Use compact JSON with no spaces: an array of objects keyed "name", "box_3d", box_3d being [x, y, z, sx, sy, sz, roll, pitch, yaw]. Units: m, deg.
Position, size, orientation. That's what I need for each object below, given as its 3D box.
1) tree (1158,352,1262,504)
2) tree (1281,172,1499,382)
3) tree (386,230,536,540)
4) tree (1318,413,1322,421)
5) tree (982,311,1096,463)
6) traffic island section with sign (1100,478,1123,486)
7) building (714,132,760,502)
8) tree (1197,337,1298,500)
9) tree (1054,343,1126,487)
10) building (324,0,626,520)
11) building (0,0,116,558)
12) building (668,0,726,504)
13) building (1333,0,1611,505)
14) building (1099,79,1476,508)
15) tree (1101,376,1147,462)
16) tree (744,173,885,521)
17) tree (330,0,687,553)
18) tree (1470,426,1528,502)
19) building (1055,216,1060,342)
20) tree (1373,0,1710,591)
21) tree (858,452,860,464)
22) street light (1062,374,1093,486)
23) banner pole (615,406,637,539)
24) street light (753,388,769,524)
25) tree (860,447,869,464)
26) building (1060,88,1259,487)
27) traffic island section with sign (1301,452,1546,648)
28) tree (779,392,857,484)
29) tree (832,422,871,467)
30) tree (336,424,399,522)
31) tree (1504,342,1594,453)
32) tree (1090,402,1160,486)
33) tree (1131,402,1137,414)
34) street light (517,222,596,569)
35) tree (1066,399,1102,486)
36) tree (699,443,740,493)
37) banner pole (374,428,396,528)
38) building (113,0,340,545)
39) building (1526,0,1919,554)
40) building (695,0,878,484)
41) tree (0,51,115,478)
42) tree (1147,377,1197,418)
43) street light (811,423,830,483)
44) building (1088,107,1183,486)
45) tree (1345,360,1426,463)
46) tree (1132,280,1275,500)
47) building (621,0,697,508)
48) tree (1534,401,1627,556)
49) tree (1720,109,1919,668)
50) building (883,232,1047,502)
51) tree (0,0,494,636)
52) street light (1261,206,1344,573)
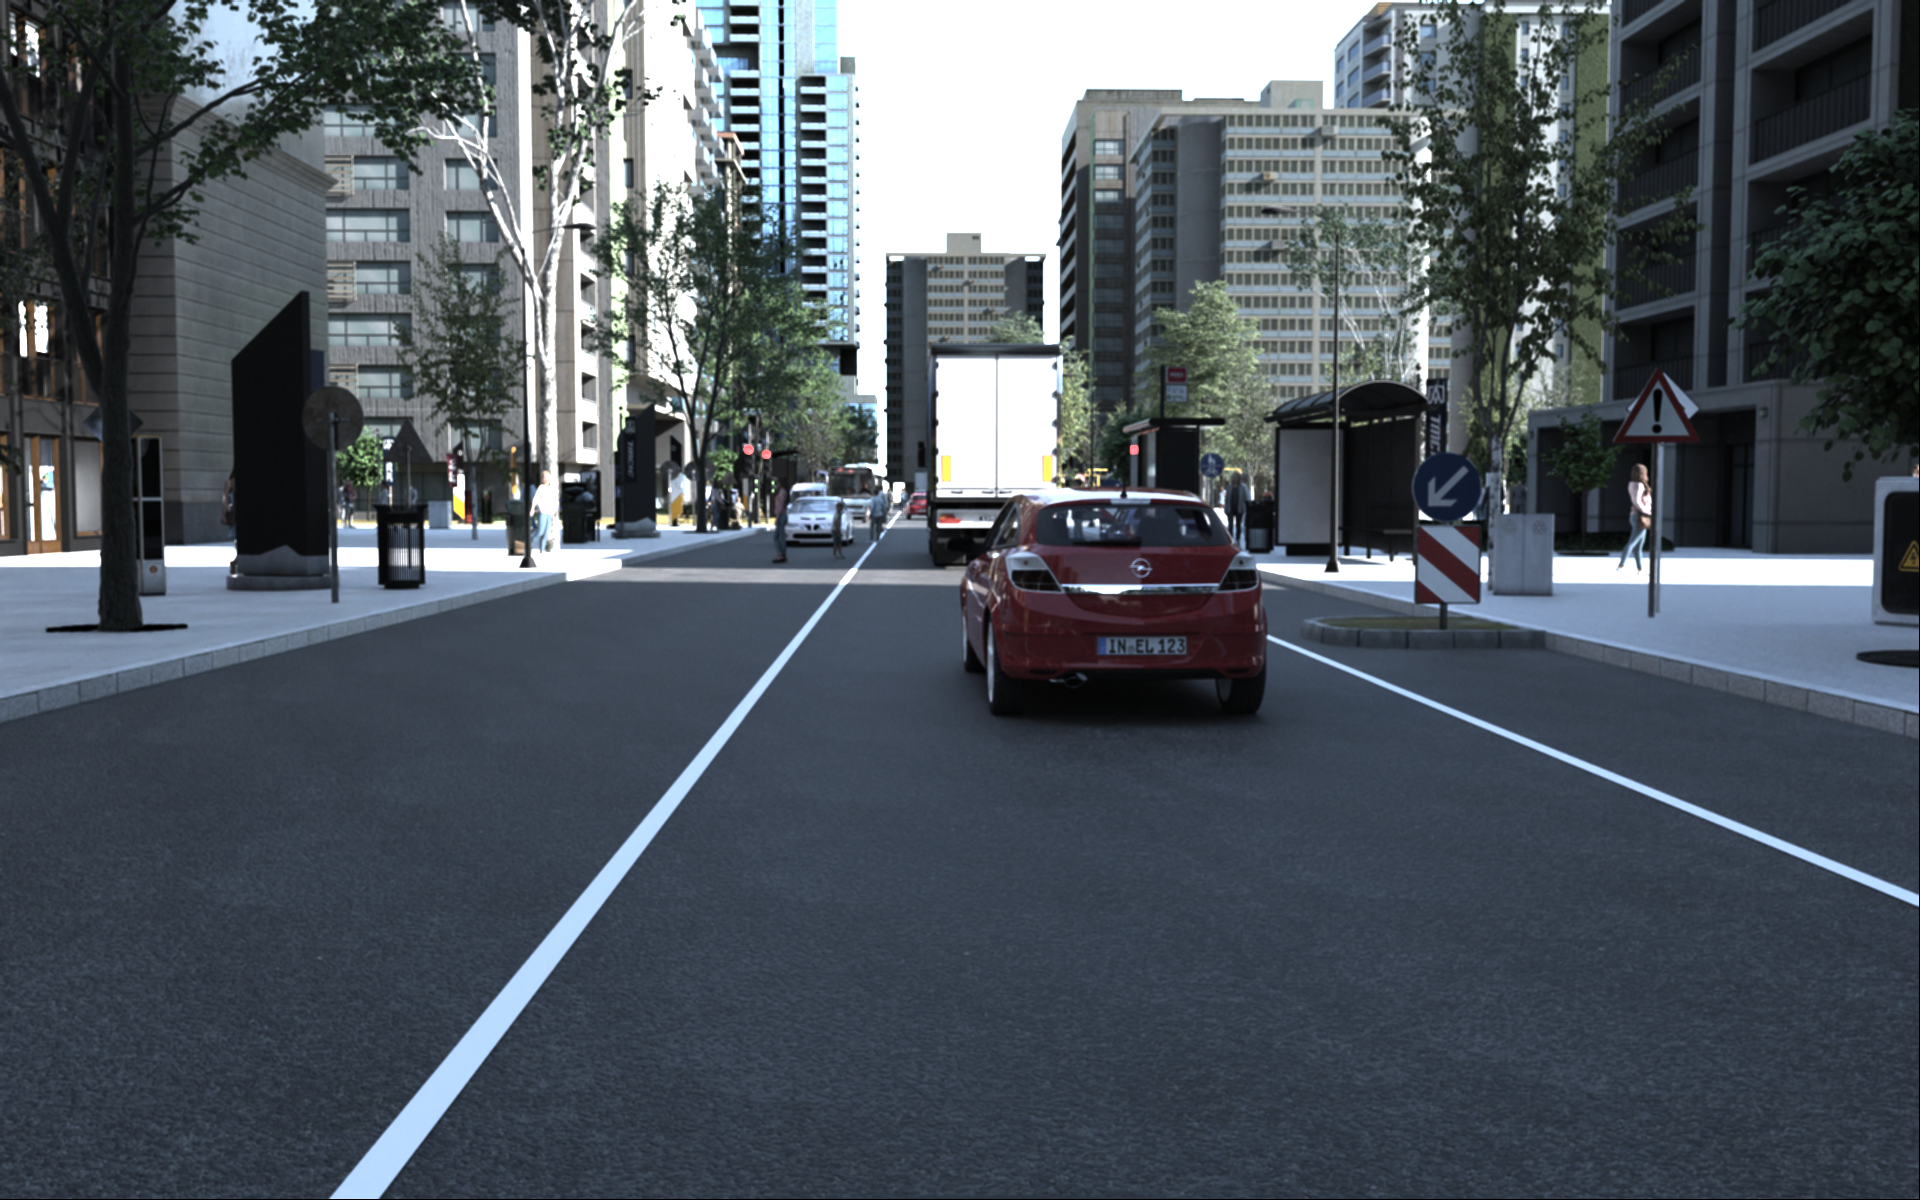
[{"name":"tree","box_3d":[20.569,-14.528,144.194,9.857,13.997,8.962,0,3,0]},{"name":"tree","box_3d":[26.080,-14.997,101.096,12.611,20.169,13.585,0,3,0]},{"name":"tree","box_3d":[-13.671,-5.987,48.244,4.737,8.622,4.395,0,3,0]},{"name":"tree","box_3d":[21.189,-10.130,115.987,4.360,8.622,3.978,0,3,0]},{"name":"tree","box_3d":[4.766,-13.017,119.490,9.857,13.997,8.962,0,3,0]},{"name":"traffic island section with sign","box_3d":[3.723,-2.208,44.725,1.989,1.847,2.006,0,4,-2]},{"name":"building","box_3d":[-38.380,-33.544,203.068,28.867,44.769,22.147,0,4,-2]},{"name":"tree","box_3d":[13.583,-7.963,80.561,4.360,8.622,3.978,0,3,0]},{"name":"tree","box_3d":[4.821,-8.138,83.426,4.737,8.622,4.395,0,3,0]},{"name":"building","box_3d":[-25.688,-24.898,90.679,14.154,41.232,14.086,0,4,-2]},{"name":"building","box_3d":[-25.328,-12.353,31.648,12.332,23.373,15.834,0,4,-2]},{"name":"building","box_3d":[-34.292,-33.291,163.920,23.786,49.044,30.456,0,4,-2]},{"name":"building","box_3d":[60.503,-40.599,205.790,28.212,58.520,21.231,0,4,-2]},{"name":"building","box_3d":[29.876,-29.043,166.727,32.217,40.220,23.993,0,4,-2]},{"name":"tree","box_3d":[11.489,-9.469,105.188,4.360,8.622,3.978,0,3,0]},{"name":"tree","box_3d":[-8.517,-7.994,56.461,9.928,11.665,9.643,0,3,0]},{"name":"tree","box_3d":[-10.326,-11.131,37.876,12.611,20.169,13.585,0,3,0]},{"name":"tree","box_3d":[50.171,-10.871,140.649,20.602,7.101,11.467,3,4,38]},{"name":"building","box_3d":[27.344,-36.813,256.519,28.867,44.769,22.147,0,4,-2]},{"name":"tree","box_3d":[7.337,-4.436,22.885,4.737,8.622,4.395,0,3,0]},{"name":"tree","box_3d":[-11.547,-12.178,149.478,4.360,8.622,3.978,0,3,0]},{"name":"street light","box_3d":[4.556,-5.771,66.905,1.470,5.913,1.316,0,4,-2]},{"name":"banner pole","box_3d":[-9.446,-3.616,49.131,0.863,3.779,0.401,3,4,37]},{"name":"street light","box_3d":[-8.206,-6.236,74.505,1.470,5.913,1.316,0,4,-2]},{"name":"tree","box_3d":[-13.727,-16.896,226.608,4.360,8.622,3.978,0,3,0]},{"name":"building","box_3d":[23.311,-35.499,204.111,21.300,48.544,21.600,0,4,-2]},{"name":"traffic island section with sign","box_3d":[4.451,-0.515,17.050,1.989,1.847,2.006,0,4,-2]},{"name":"tree","box_3d":[-10.163,-10.330,119.255,4.360,8.622,3.978,0,3,0]},{"name":"tree","box_3d":[-11.123,-13.585,172.482,4.737,8.622,4.395,0,3,0]},{"name":"tree","box_3d":[-27.871,-5.969,81.302,4.285,4.588,4.351,0,3,0]},{"name":"tree","box_3d":[28.334,-8.096,82.737,4.360,8.622,3.978,0,3,0]},{"name":"tree","box_3d":[6.175,-4.686,60.333,4.285,4.588,4.351,0,3,0]},{"name":"tree","box_3d":[13.023,-11.288,134.920,4.737,8.622,4.395,0,3,0]},{"name":"street light","box_3d":[-6.919,-3.499,29.757,1.470,5.913,1.316,0,4,-2]},{"name":"tree","box_3d":[9.695,-10.998,130.180,4.360,8.622,3.978,0,3,0]},{"name":"tree","box_3d":[-15.313,-7.823,111.621,4.285,4.588,4.351,0,3,0]},{"name":"banner pole","box_3d":[-21.903,-4.646,65.985,0.863,3.779,0.401,-1,4,-20]},{"name":"building","box_3d":[-31.785,-15.347,48.181,25.104,27.353,12.463,0,4,-2]},{"name":"building","box_3d":[27.381,-36.780,39.603,20.563,71.187,20.611,0,4,-2]},{"name":"building","box_3d":[-27.642,-57.535,253.367,31.000,86.520,22.319,0,4,-2]},{"name":"tree","box_3d":[-14.330,-4.503,23.987,4.360,8.622,3.978,0,3,0]},{"name":"tree","box_3d":[13.836,-9.104,99.210,4.360,8.622,3.978,0,3,0]},{"name":"street light","box_3d":[-9.139,-8.587,112.933,1.470,5.913,1.316,0,4,-2]},{"name":"building","box_3d":[20.719,-30.756,186.451,14.154,41.232,14.086,0,4,-2]},{"name":"tree","box_3d":[29.296,-11.246,118.280,7.601,10.594,8.767,0,4,6]},{"name":"tree","box_3d":[13.006,-10.620,91.771,7.486,12.596,7.792,0,3,0]},{"name":"building","box_3d":[-33.073,-32.408,119.108,28.713,52.752,27.495,0,4,-2]},{"name":"tree","box_3d":[13.133,-2.542,36.158,1.663,3.219,1.824,0,3,0]},{"name":"tree","box_3d":[7.599,-1.799,13.130,4.285,4.588,4.351,0,3,0]},{"name":"building","box_3d":[0.535,-34.721,259.567,23.993,40.220,32.217,0,4,-2]},{"name":"tree","box_3d":[-7.989,-5.507,15.800,9.928,11.665,9.643,0,3,0]},{"name":"street light","box_3d":[5.561,-3.400,28.126,1.470,5.913,1.316,0,4,-2]}]
